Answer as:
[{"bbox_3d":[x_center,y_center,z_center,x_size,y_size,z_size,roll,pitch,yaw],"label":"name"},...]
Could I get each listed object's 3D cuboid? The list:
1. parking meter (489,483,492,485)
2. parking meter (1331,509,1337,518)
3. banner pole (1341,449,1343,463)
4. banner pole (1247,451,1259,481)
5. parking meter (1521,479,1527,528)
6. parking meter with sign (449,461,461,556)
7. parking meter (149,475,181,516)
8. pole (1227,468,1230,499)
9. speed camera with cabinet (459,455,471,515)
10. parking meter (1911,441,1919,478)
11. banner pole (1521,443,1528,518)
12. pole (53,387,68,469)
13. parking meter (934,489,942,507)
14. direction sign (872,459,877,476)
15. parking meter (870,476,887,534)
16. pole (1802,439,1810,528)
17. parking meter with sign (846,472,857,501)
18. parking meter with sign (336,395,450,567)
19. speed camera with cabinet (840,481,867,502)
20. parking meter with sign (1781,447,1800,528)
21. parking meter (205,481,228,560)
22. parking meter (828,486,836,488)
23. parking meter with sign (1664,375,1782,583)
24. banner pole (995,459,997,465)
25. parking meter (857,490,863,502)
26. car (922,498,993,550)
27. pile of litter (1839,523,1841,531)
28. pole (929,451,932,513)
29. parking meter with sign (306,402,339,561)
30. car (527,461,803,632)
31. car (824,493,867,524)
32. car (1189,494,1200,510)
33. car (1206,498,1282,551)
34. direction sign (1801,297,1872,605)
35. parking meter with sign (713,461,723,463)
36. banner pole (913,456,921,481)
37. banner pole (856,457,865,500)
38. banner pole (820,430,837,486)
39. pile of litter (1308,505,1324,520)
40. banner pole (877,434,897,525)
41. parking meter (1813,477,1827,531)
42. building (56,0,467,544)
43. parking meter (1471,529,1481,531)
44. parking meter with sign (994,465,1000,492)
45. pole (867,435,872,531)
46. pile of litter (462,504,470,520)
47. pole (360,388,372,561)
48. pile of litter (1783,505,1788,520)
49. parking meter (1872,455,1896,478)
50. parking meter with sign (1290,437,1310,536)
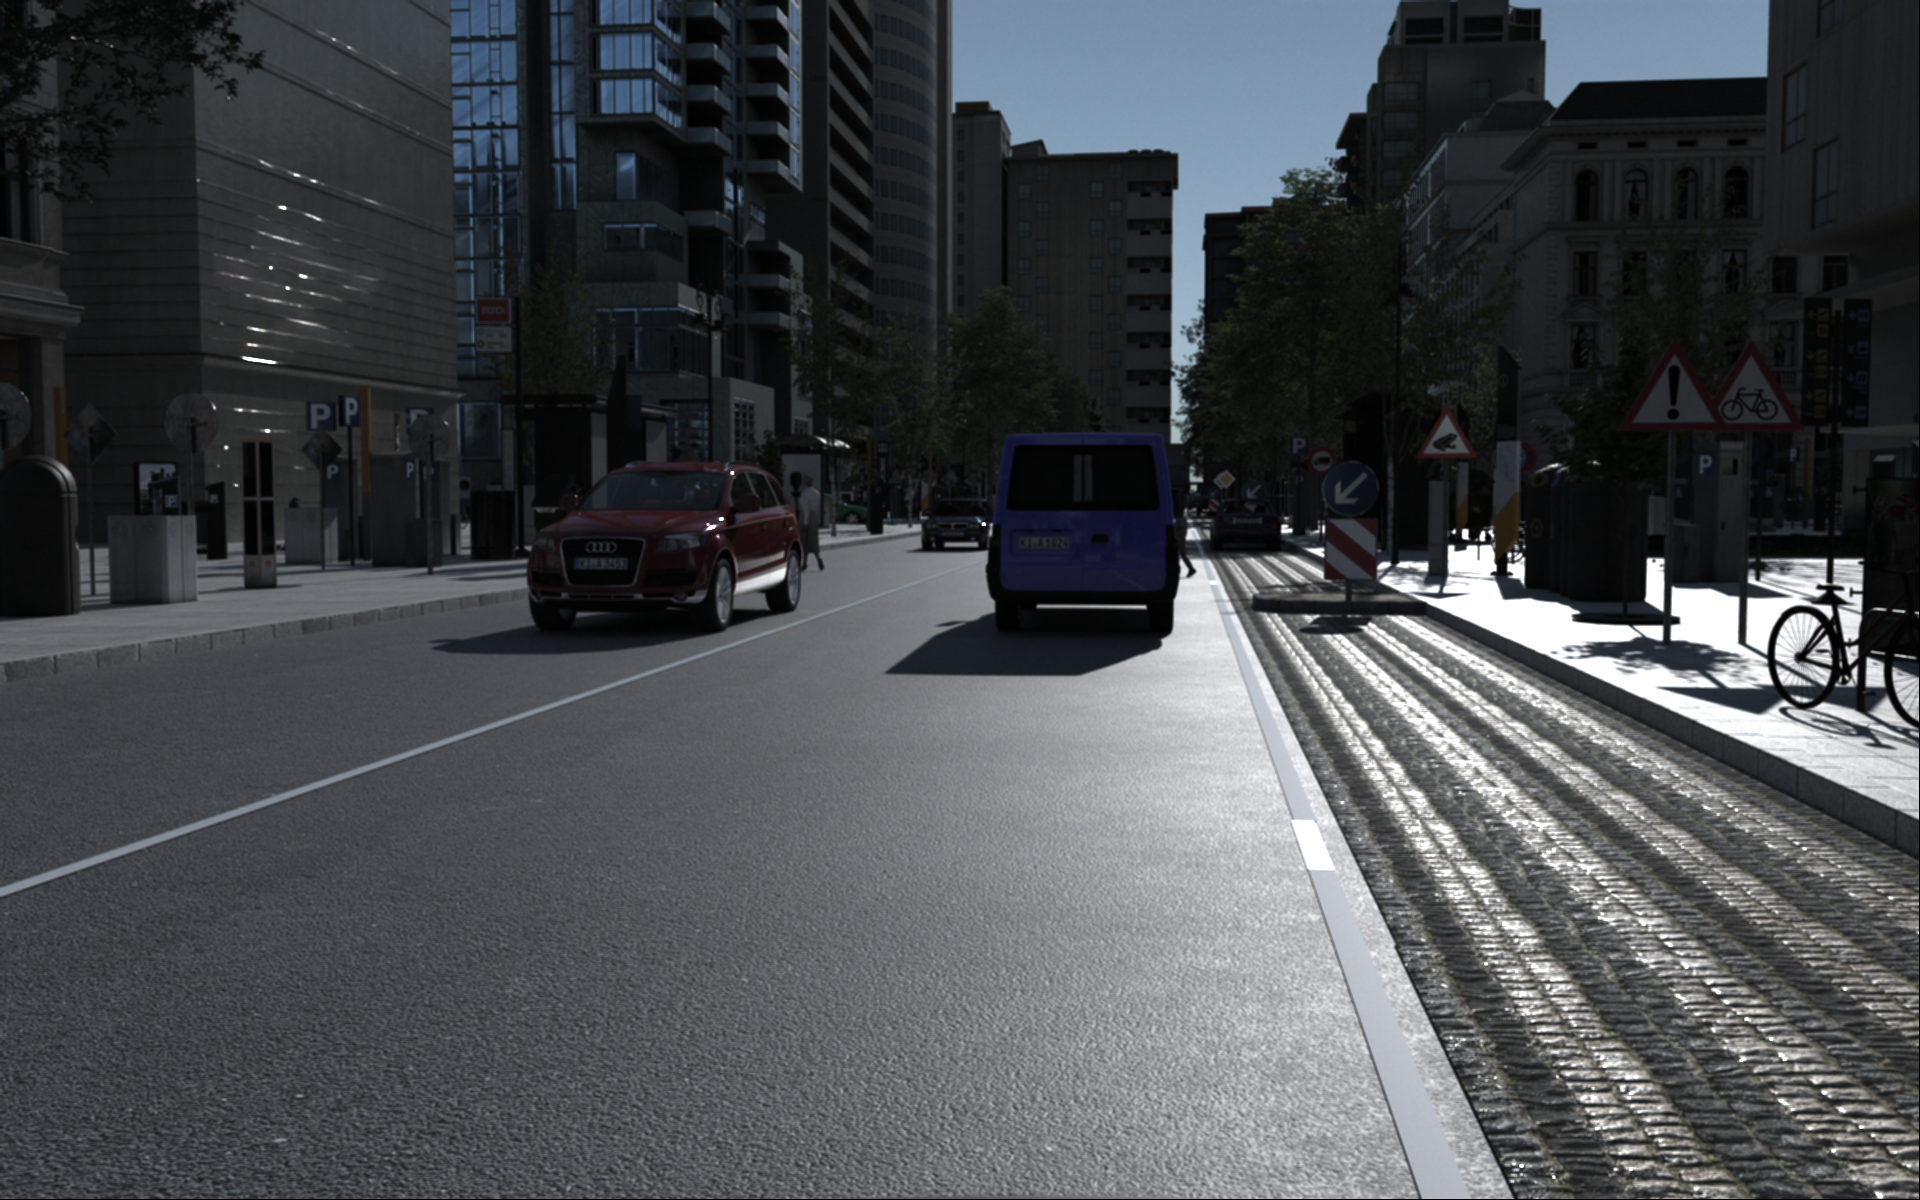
[{"bbox_3d":[-24.110,-5.128,89.551,0.399,1.863,0.255,2,4,35],"label":"parking meter"},{"bbox_3d":[14.415,-3.545,66.377,0.372,1.533,0.369,0,3,0],"label":"parking meter"},{"bbox_3d":[18.910,-5.811,85.028,0.401,3.779,0.863,3,5,45],"label":"banner pole"},{"bbox_3d":[16.951,-6.766,100.648,0.863,3.779,0.401,0,4,5],"label":"banner pole"},{"bbox_3d":[20.102,-3.450,62.122,0.399,1.863,0.255,1,4,22],"label":"parking meter"},{"bbox_3d":[-10.828,-2.418,35.800,0.543,3.016,1.738,0,4,4],"label":"parking meter with sign"},{"bbox_3d":[-10.587,-0.899,23.108,0.372,1.533,0.369,0,3,0],"label":"parking meter"},{"bbox_3d":[19.855,-8.197,127.868,0.158,3.312,0.155,0,3,0],"label":"pole"},{"bbox_3d":[-25.804,-5.697,87.487,2.038,3.252,0.660,-3,4,-38],"label":"speed camera with cabinet"},{"bbox_3d":[10.457,-0.797,18.736,0.255,1.863,0.399,1,4,14],"label":"parking meter"},{"bbox_3d":[27.646,-5.811,85.034,0.401,3.779,0.863,-1,4,-20],"label":"banner pole"},{"bbox_3d":[-17.171,-2.403,33.131,0.158,3.312,0.155,0,3,0],"label":"pole"},{"bbox_3d":[-1.023,-4.392,80.212,0.372,1.533,0.369,0,3,0],"label":"parking meter"},{"bbox_3d":[-5.286,-7.274,110.933,0.876,3.537,0.379,0,4,-6],"label":"direction sign"},{"bbox_3d":[-2.654,-3.032,55.282,0.399,1.863,0.255,-2,4,-29],"label":"parking meter"},{"bbox_3d":[31.608,-4.332,64.675,0.158,3.312,0.155,0,3,0],"label":"pole"},{"bbox_3d":[-8.283,-8.373,133.161,0.543,3.016,1.738,-2,4,-28],"label":"parking meter with sign"},{"bbox_3d":[-10.020,-2.101,30.610,1.738,3.016,0.543,1,4,12],"label":"parking meter with sign"},{"bbox_3d":[-7.314,-7.598,118.562,2.038,3.252,0.660,-1,4,-16],"label":"speed camera with cabinet"},{"bbox_3d":[30.434,-4.198,64.903,1.738,3.016,0.543,0,4,-3],"label":"parking meter with sign"},{"bbox_3d":[-14.622,-1.568,34.056,0.372,1.533,0.369,0,3,0],"label":"parking meter"},{"bbox_3d":[-6.348,-4.919,86.143,0.255,1.863,0.399,-3,4,-37],"label":"parking meter"},{"bbox_3d":[11.074,-1.772,25.240,1.738,3.016,0.543,-2,4,-25],"label":"parking meter with sign"},{"bbox_3d":[2.432,-7.293,109.262,0.863,3.779,0.401,-2,4,-29],"label":"banner pole"},{"bbox_3d":[-6.381,-6.256,110.688,0.372,1.533,0.369,0,3,0],"label":"parking meter"},{"bbox_3d":[0.022,-2.020,45.601,1.945,1.354,3.894,0,4,6],"label":"car"},{"bbox_3d":[30.958,-2.783,59.462,1.719,0.858,1.176,-1,4,-15],"label":"pile of litter"},{"bbox_3d":[-1.395,-5.358,81.445,0.158,3.312,0.155,0,3,0],"label":"pole"},{"bbox_3d":[-11.991,-2.284,33.606,0.543,3.016,1.738,0,4,5],"label":"parking meter with sign"},{"bbox_3d":[-3.218,-0.680,19.789,2.281,1.827,5.304,0,4,8],"label":"car"},{"bbox_3d":[-5.919,-4.111,76.014,4.718,1.807,1.959,0,4,8],"label":"car"},{"bbox_3d":[21.527,-8.987,156.725,2.009,1.686,4.222,0,4,7],"label":"car"},{"bbox_3d":[7.350,-1.967,44.738,1.945,1.354,3.894,0,4,7],"label":"car"},{"bbox_3d":[10.148,-1.720,20.114,0.876,3.537,0.379,-1,4,-12],"label":"direction sign"},{"bbox_3d":[-12.912,-5.692,89.318,0.543,3.016,1.738,2,4,25],"label":"parking meter with sign"},{"bbox_3d":[-2.855,-7.582,113.980,0.863,3.779,0.401,-2,4,-27],"label":"banner pole"},{"bbox_3d":[-6.630,-7.647,115.047,0.863,3.779,0.401,-3,4,-37],"label":"banner pole"},{"bbox_3d":[-5.164,-4.747,67.631,0.863,3.779,0.401,-2,4,-26],"label":"banner pole"},{"bbox_3d":[17.751,-4.453,86.764,1.719,0.858,1.176,0,4,3],"label":"pile of litter"},{"bbox_3d":[-3.036,-4.990,71.598,0.863,3.779,0.401,0,4,-8],"label":"banner pole"},{"bbox_3d":[29.602,-3.295,59.590,0.255,1.863,0.399,0,4,-2],"label":"parking meter"},{"bbox_3d":[-39.556,-16.971,53.896,44.131,29.872,17.030,0,4,7],"label":"building"},{"bbox_3d":[17.045,-2.986,57.235,0.372,1.533,0.369,0,3,0],"label":"parking meter"},{"bbox_3d":[2.311,-6.610,104.331,0.543,3.016,1.738,0,4,3],"label":"parking meter with sign"},{"bbox_3d":[-3.108,-4.012,59.440,0.158,3.312,0.155,0,3,0],"label":"pole"},{"bbox_3d":[-24.164,-4.327,84.712,1.176,0.858,1.719,-1,4,-20],"label":"pile of litter"},{"bbox_3d":[-11.387,-2.411,33.256,0.158,3.312,0.155,0,3,0],"label":"pole"},{"bbox_3d":[40.847,-4.438,86.519,1.719,0.858,1.176,3,5,45],"label":"pile of litter"},{"bbox_3d":[13.820,-1.237,25.942,0.255,1.863,0.399,3,4,38],"label":"parking meter"},{"bbox_3d":[10.576,-3.510,53.644,0.543,3.016,1.738,1,4,17],"label":"parking meter with sign"}]
